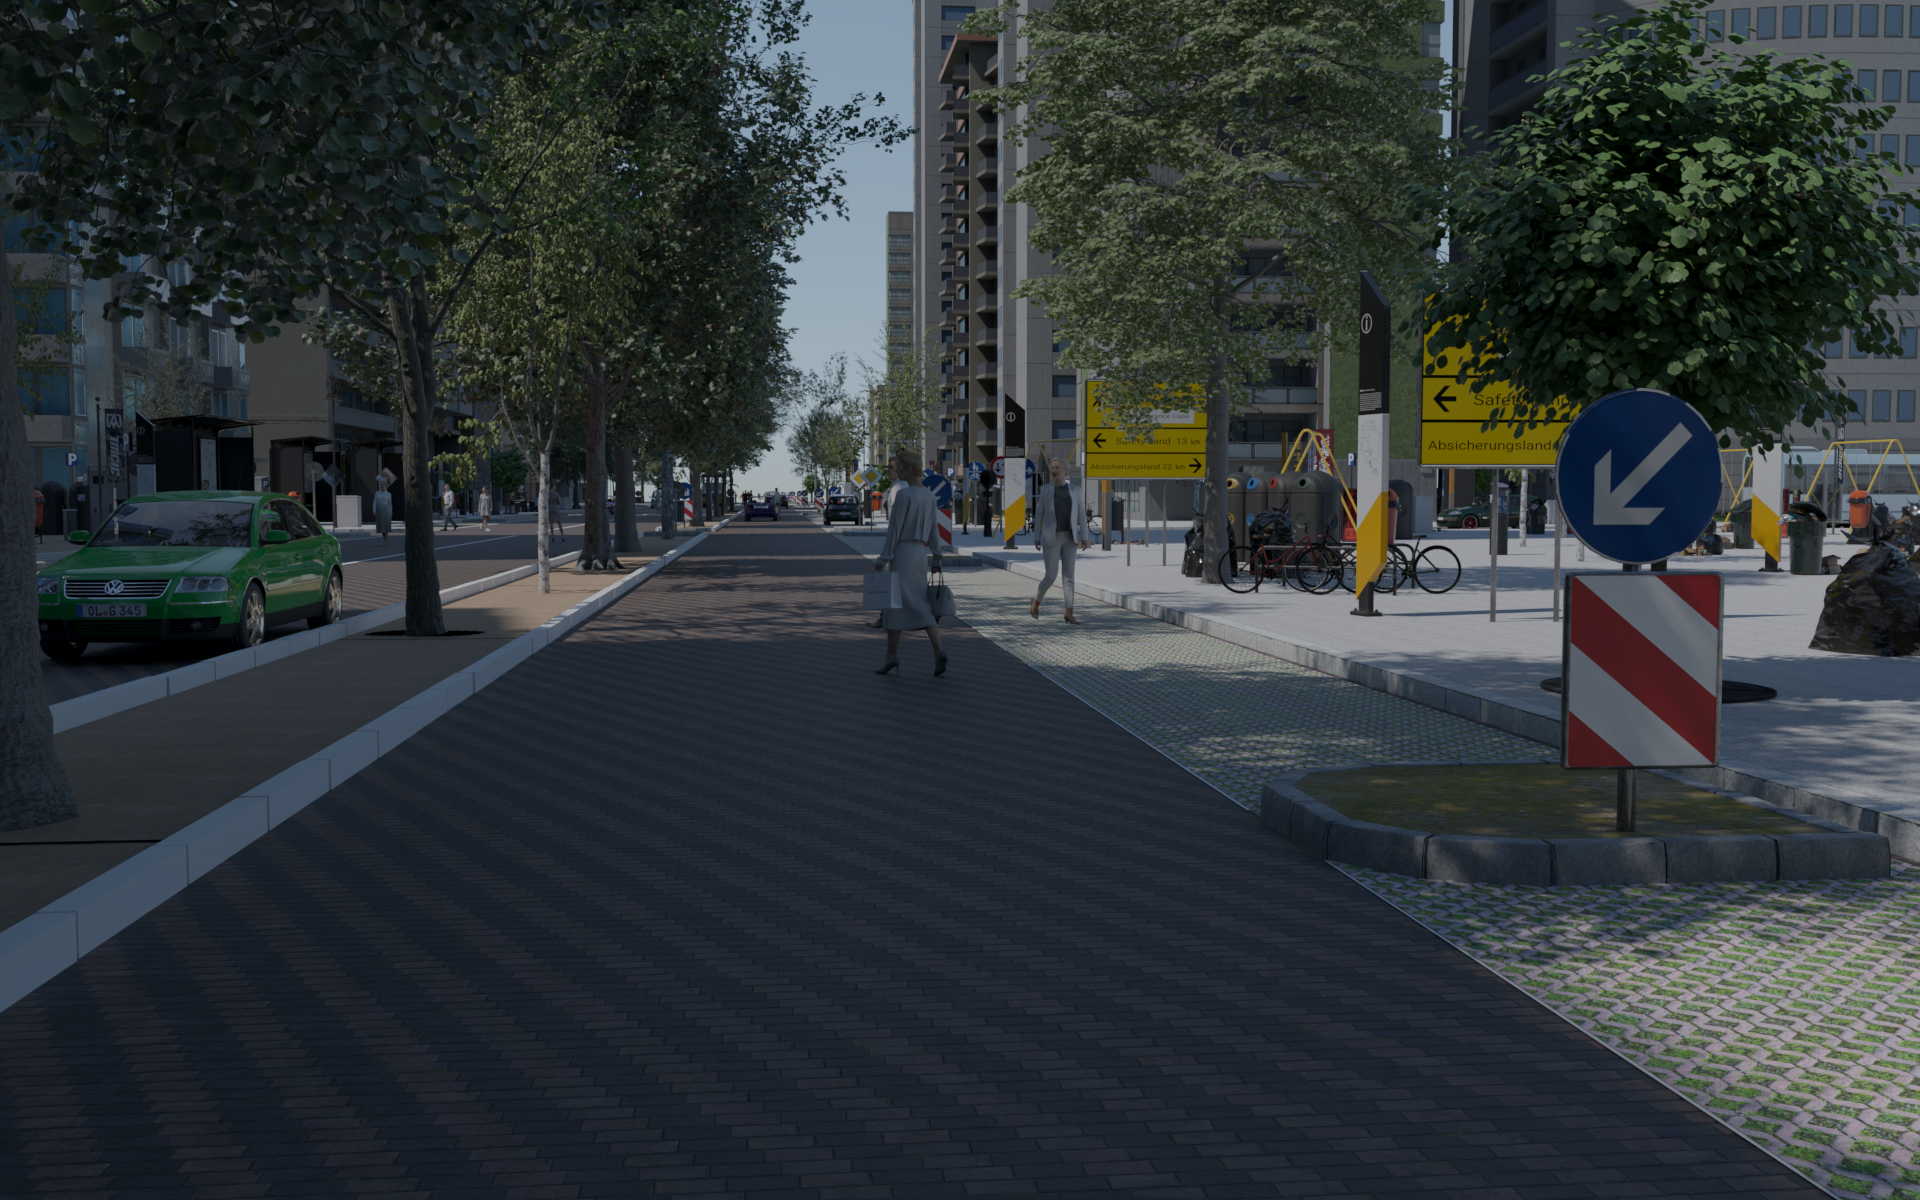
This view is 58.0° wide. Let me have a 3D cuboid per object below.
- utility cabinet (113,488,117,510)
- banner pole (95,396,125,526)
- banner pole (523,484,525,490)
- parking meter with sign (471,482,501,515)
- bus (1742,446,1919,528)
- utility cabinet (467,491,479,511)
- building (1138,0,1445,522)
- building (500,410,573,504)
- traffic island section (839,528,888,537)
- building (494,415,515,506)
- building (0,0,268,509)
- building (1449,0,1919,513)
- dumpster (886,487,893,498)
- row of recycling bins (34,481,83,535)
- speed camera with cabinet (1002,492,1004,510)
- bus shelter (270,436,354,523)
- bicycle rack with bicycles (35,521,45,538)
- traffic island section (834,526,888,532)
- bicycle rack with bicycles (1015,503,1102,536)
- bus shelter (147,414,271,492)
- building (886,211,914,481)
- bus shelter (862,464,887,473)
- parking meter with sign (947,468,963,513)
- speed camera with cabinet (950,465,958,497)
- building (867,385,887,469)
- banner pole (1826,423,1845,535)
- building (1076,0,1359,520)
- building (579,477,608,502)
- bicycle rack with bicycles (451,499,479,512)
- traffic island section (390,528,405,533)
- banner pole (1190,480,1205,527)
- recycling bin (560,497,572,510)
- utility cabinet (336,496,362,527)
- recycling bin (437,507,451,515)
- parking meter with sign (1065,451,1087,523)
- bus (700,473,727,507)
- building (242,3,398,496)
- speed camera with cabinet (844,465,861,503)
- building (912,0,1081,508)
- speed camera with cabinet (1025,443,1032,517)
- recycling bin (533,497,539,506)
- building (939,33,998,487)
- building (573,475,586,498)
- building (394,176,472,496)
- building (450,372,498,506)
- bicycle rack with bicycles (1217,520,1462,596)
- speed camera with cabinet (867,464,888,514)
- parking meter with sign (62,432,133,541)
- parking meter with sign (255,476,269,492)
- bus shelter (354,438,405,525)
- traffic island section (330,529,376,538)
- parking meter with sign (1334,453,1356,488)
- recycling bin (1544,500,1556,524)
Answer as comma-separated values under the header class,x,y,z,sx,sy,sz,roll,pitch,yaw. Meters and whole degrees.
class,x,y,z,sx,sy,sz,roll,pitch,yaw
utility cabinet,-31.799,-3.435,64.848,0.318,1.500,1.173,-2,4,-30
banner pole,-21.921,-3.339,44.617,0.401,3.779,0.863,3,5,42
banner pole,-34.769,-8.983,136.892,0.863,3.779,0.401,1,4,17
parking meter with sign,-28.940,-6.689,105.632,1.738,3.016,0.543,0,3,0
bus,37.758,-4.483,68.150,13.247,3.499,2.948,0,4,-6
utility cabinet,-36.556,-7.465,130.723,1.173,1.500,0.318,-2,4,-31
building,14.405,-24.543,84.869,14.086,41.232,14.154,0,4,-6
building,-61.455,-33.927,238.292,14.154,41.232,14.086,0,4,-6
traffic island section,-3.015,-2.272,59.424,2.009,0.180,2.903,0,4,-6
building,-59.238,-45.856,187.998,20.563,71.187,20.611,0,4,-6
building,-49.977,-28.579,86.872,23.786,49.044,30.456,0,4,-6
building,42.948,-33.606,91.462,28.212,58.520,21.231,0,4,-6
dumpster,-3.942,-6.296,108.693,1.264,1.857,1.865,0,4,-6
row of recycling bins,-28.848,-2.896,54.463,3.534,1.692,1.069,0,4,7
speed camera with cabinet,3.307,-7.163,111.447,2.038,3.252,0.660,-3,5,-44
bus shelter,-27.257,-4.983,72.762,1.731,3.624,6.357,0,4,-6
bicycle rack with bicycles,-28.156,-2.216,49.617,2.925,0.926,2.852,-1,4,-10
traffic island section,-3.883,-2.757,67.362,2.009,0.180,2.903,0,4,-6
bicycle rack with bicycles,3.135,-2.503,54.310,2.925,0.926,2.852,0,4,7
bus shelter,-23.291,-3.820,53.736,1.731,3.624,6.357,0,4,-6
building,-3.857,-34.802,252.604,14.154,41.232,14.086,0,4,-6
bus shelter,-6.694,-8.913,137.012,1.731,3.624,6.357,0,4,-6
parking meter with sign,-0.138,-7.404,117.309,0.543,3.016,1.738,2,4,35
speed camera with cabinet,-0.450,-7.715,120.472,0.660,3.252,2.038,0,4,3
building,-0.901,-27.177,289.389,27.650,21.520,28.899,0,4,-6
banner pole,27.641,-3.945,54.524,0.401,3.779,0.863,0,4,5
building,13.766,-25.524,100.904,14.154,41.232,14.086,0,4,-6
building,-65.393,-36.638,282.620,14.154,41.232,14.086,0,4,-6
bicycle rack with bicycles,-35.697,-6.734,123.478,2.925,0.926,2.852,-2,4,-25
traffic island section,-21.669,-2.639,65.428,2.009,0.180,2.903,0,4,-6
banner pole,9.433,-4.785,68.246,0.401,3.779,0.863,-3,4,-37
recycling bin,-31.643,-7.740,139.096,0.722,1.027,0.722,-3,5,-45
utility cabinet,-23.688,-3.412,66.956,1.020,1.237,0.306,0,4,6
recycling bin,-31.730,-5.748,106.535,0.722,1.027,0.722,-2,4,-29
parking meter with sign,4.546,-4.521,70.178,1.738,3.016,0.543,-3,5,-44
bus,-27.012,-12.125,189.797,2.896,3.916,12.252,0,4,-8
building,-52.796,-30.400,120.747,21.300,48.544,21.600,0,4,-6
speed camera with cabinet,-7.459,-7.610,118.759,0.660,3.252,2.038,0,4,5
building,5.288,-39.851,193.565,21.231,58.520,28.212,0,4,-6
speed camera with cabinet,3.168,-4.477,67.528,2.038,3.252,0.660,-2,4,-27
recycling bin,-33.420,-7.637,137.425,0.722,1.027,0.722,-3,5,-42
building,9.538,-31.263,165.774,22.147,44.769,28.867,0,4,-6
building,-69.034,-39.143,259.589,23.786,49.044,30.456,0,4,-6
building,-58.160,-34.314,150.270,28.713,52.752,27.495,0,4,-6
building,-54.326,-31.911,171.847,14.600,45.320,14.200,0,4,-6
bicycle rack with bicycles,5.094,-0.574,22.767,2.925,0.926,2.852,1,4,23
speed camera with cabinet,-5.363,-7.256,112.979,0.660,3.252,2.038,-2,4,-28
parking meter with sign,-23.992,-3.176,48.184,0.543,3.016,1.738,3,5,44
parking meter with sign,-30.164,-4.789,74.561,1.738,3.016,0.543,1,4,22
bus shelter,-25.302,-5.174,75.877,1.731,3.624,6.357,0,4,-6
traffic island section,-20.801,-2.153,57.490,2.009,0.180,2.903,0,4,-6
parking meter with sign,15.767,-4.693,72.985,1.738,3.016,0.543,-1,4,-17
recycling bin,25.203,-3.751,73.890,0.722,1.027,0.722,1,4,9
